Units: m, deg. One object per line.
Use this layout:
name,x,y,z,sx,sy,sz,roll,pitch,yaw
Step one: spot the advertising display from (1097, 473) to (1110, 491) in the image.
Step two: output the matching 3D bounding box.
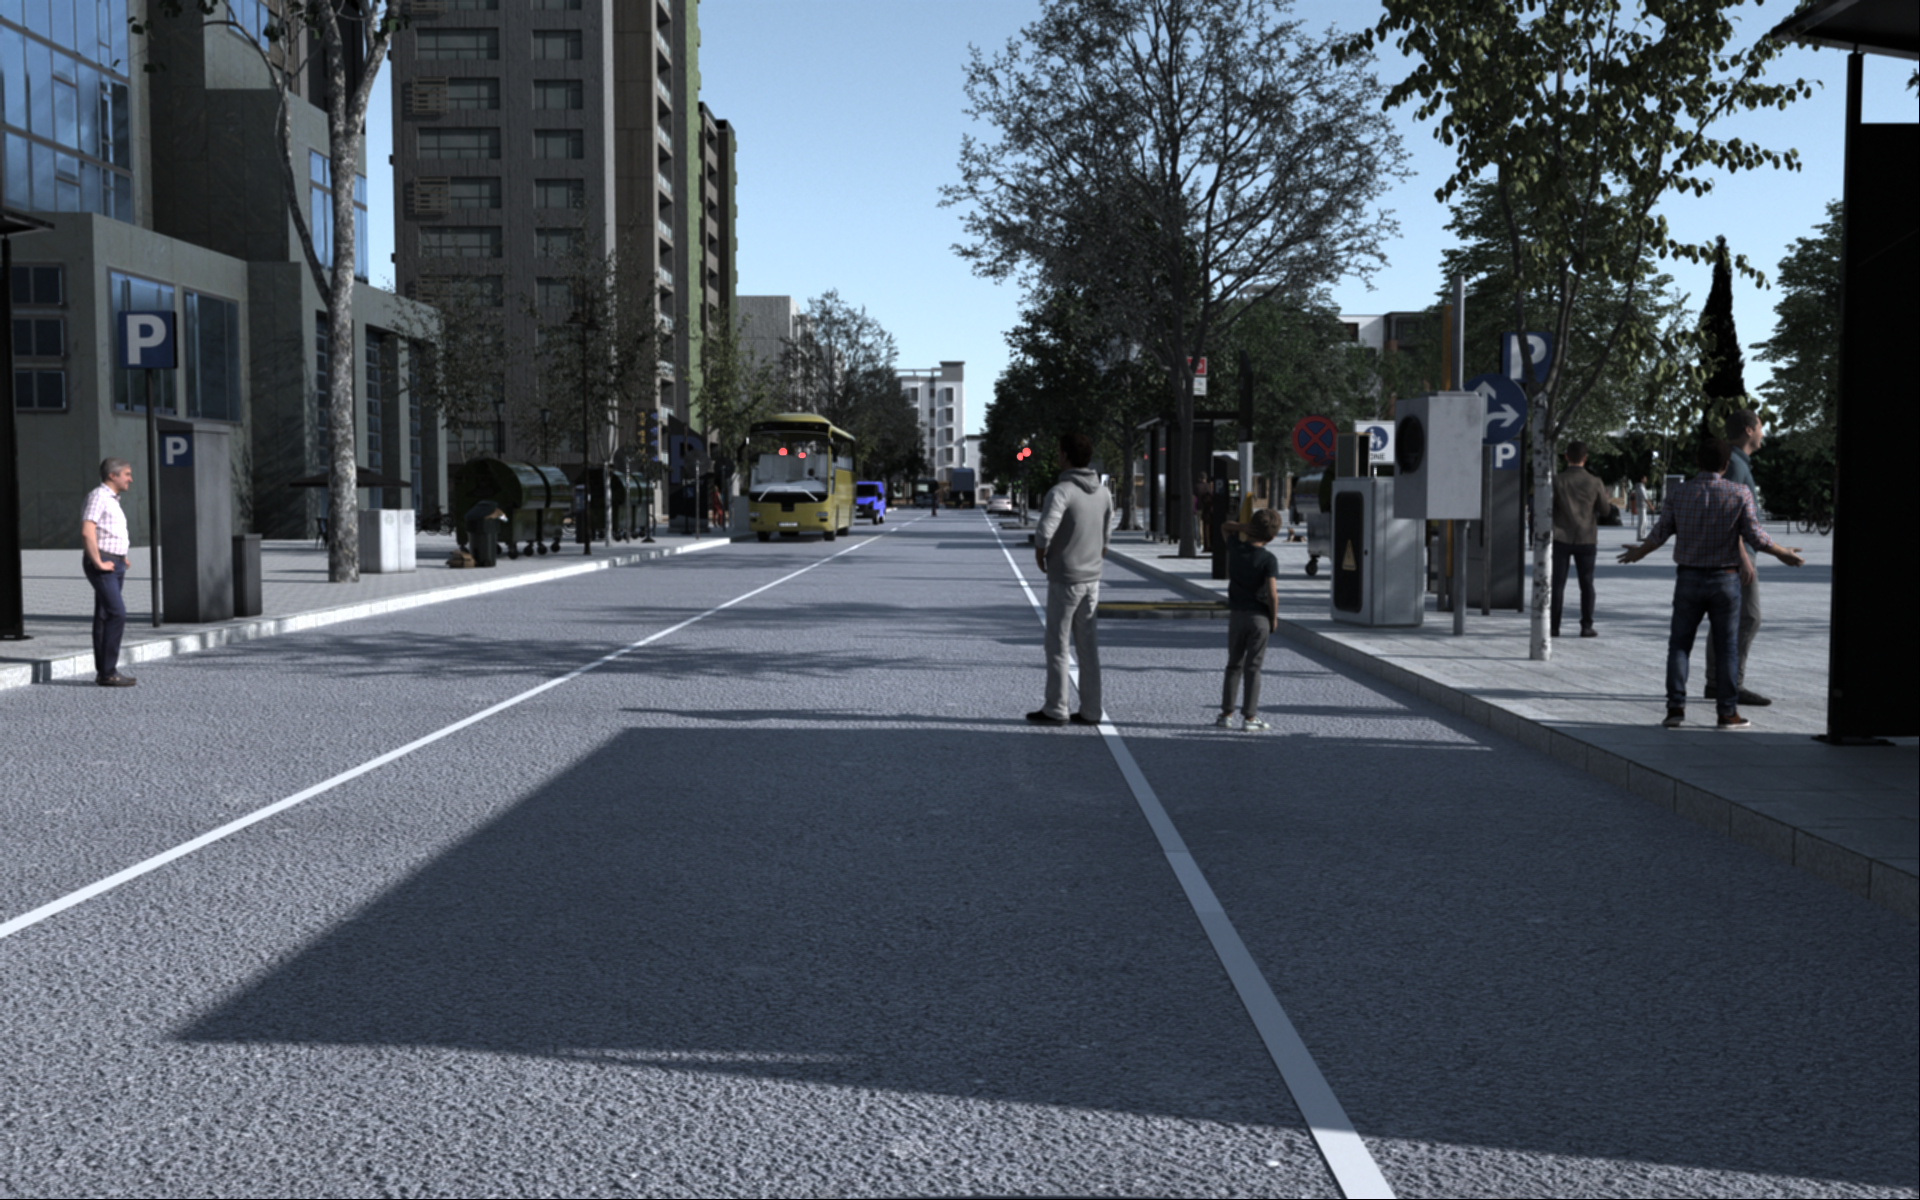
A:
advertising display,4.427,-2.948,53.411,0.123,1.923,0.974,1,4,21

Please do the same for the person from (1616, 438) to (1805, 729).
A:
person,4.116,-0.092,9.514,0.963,1.587,0.435,1,4,21

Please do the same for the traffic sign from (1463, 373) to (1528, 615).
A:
traffic sign,5.572,-1.112,18.281,0.768,2.556,0.104,0,4,7

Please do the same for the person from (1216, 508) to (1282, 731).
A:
person,1.749,0.113,10.555,0.435,1.345,0.340,2,4,23

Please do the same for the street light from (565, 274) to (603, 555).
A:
street light,-7.892,-3.897,36.500,0.468,5.910,1.993,0,4,0

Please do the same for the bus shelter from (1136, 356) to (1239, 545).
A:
bus shelter,6.110,-4.305,48.025,2.179,5.291,8.768,0,4,0

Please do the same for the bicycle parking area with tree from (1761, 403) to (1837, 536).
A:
bicycle parking area with tree,29.935,-4.094,53.931,8.231,4.147,9.016,0,4,7

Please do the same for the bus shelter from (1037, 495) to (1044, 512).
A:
bus shelter,6.654,-9.222,128.415,2.179,5.291,8.768,0,4,0

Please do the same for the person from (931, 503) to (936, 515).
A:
person,-1.796,-6.443,116.210,0.546,1.535,0.453,2,4,26

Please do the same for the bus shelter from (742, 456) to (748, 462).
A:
bus shelter,-9.212,-5.509,84.002,2.014,3.302,5.546,0,4,0

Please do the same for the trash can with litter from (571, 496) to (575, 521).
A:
trash can with litter,-15.928,-3.624,70.309,1.678,1.210,2.233,2,4,32

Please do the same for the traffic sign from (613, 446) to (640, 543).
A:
traffic sign,-8.641,-2.746,44.997,0.768,2.556,0.104,0,4,3

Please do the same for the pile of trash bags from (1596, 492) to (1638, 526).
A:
pile of trash bags,26.042,-3.680,69.928,3.447,1.369,1.912,-1,4,-12

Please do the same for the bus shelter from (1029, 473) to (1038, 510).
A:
bus shelter,6.261,-9.238,142.323,1.731,3.624,6.357,0,4,0

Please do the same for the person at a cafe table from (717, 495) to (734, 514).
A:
person at a cafe table,-15.050,-6.220,112.555,1.698,1.238,1.726,2,4,32

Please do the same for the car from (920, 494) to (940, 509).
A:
car,-3.010,-9.871,173.392,2.014,1.417,4.499,0,4,1

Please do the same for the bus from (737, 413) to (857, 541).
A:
bus,-4.985,-3.950,56.128,2.896,3.916,12.252,0,4,0

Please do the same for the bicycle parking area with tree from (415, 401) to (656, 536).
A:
bicycle parking area with tree,-13.930,-4.215,55.915,9.016,4.147,8.231,1,4,15

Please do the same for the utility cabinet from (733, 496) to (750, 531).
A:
utility cabinet,-7.521,-3.030,60.702,1.020,1.237,0.306,3,5,44

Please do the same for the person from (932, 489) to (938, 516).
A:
person,-1.580,-6.350,112.764,0.568,1.767,0.683,-3,5,-39

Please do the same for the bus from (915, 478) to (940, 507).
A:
bus,-3.818,-12.494,199.129,2.948,3.499,13.247,0,4,-1

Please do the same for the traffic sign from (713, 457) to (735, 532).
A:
traffic sign,-8.045,-3.604,59.032,0.768,2.556,0.104,1,4,8

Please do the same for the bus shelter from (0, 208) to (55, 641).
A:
bus shelter,-8.741,-1.273,12.098,1.731,3.624,6.357,0,4,0

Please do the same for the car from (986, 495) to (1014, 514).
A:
car,2.909,-7.000,126.813,2.083,1.381,4.827,0,4,2

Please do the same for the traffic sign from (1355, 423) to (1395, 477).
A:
traffic sign,5.827,-1.362,24.400,0.606,2.300,0.079,0,4,1

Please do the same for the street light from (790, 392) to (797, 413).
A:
street light,-7.562,-6.491,78.919,0.468,5.910,1.993,0,4,0

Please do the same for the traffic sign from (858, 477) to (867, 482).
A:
traffic sign,-7.406,-8.047,131.679,0.768,2.556,0.104,0,4,1

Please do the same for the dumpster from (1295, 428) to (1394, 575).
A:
dumpster,6.035,-1.464,26.433,1.502,2.255,1.985,0,4,0

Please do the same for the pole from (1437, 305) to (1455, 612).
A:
pole,5.302,-1.525,18.774,0.158,3.312,0.155,0,3,0

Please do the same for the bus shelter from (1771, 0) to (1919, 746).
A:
bus shelter,4.933,-0.887,5.784,1.731,3.624,6.357,0,4,0

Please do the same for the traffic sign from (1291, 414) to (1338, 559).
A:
traffic sign,5.685,-1.694,27.801,0.768,2.556,0.104,0,4,3

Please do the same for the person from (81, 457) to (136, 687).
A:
person,-6.389,-0.224,13.100,0.436,1.711,0.756,0,4,-4

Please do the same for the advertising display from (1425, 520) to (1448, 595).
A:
advertising display,6.187,-1.048,22.341,0.123,1.923,0.974,0,4,-1

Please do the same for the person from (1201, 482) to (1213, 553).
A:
person,5.502,-1.807,37.858,0.482,1.546,0.388,1,4,11

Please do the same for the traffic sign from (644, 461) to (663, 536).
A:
traffic sign,-9.411,-3.123,53.195,0.606,2.300,0.079,1,4,9

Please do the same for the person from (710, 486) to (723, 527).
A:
person,-9.424,-3.641,67.285,0.444,1.614,0.593,-2,4,-34

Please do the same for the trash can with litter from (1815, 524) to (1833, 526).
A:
trash can with litter,35.736,-3.636,70.511,2.233,1.210,1.678,-1,4,-8

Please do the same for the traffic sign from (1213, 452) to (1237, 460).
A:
traffic sign,6.338,-2.411,41.552,0.606,2.300,0.079,0,4,2

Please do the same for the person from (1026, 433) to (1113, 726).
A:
person,0.679,-0.128,10.747,0.875,1.805,0.789,-3,5,-41

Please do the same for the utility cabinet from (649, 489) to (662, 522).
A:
utility cabinet,-14.155,-4.309,79.130,0.318,1.500,1.173,3,4,39

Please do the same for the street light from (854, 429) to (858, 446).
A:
street light,-7.217,-8.982,119.640,0.468,5.910,1.993,0,4,0

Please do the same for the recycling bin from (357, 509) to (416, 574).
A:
recycling bin,-9.407,-0.963,28.298,0.722,1.027,0.722,2,4,33

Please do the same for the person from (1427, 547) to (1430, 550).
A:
person,10.657,-1.958,38.501,0.683,1.767,0.568,-3,5,-40

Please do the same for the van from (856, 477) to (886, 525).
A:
van,-4.681,-4.776,82.470,2.240,2.365,5.245,0,4,2

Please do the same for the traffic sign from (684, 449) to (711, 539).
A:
traffic sign,-7.439,-2.992,49.029,0.768,2.556,0.104,0,4,1

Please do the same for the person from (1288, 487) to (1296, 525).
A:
person,14.785,-4.158,76.610,0.434,1.807,0.598,-3,5,-40
